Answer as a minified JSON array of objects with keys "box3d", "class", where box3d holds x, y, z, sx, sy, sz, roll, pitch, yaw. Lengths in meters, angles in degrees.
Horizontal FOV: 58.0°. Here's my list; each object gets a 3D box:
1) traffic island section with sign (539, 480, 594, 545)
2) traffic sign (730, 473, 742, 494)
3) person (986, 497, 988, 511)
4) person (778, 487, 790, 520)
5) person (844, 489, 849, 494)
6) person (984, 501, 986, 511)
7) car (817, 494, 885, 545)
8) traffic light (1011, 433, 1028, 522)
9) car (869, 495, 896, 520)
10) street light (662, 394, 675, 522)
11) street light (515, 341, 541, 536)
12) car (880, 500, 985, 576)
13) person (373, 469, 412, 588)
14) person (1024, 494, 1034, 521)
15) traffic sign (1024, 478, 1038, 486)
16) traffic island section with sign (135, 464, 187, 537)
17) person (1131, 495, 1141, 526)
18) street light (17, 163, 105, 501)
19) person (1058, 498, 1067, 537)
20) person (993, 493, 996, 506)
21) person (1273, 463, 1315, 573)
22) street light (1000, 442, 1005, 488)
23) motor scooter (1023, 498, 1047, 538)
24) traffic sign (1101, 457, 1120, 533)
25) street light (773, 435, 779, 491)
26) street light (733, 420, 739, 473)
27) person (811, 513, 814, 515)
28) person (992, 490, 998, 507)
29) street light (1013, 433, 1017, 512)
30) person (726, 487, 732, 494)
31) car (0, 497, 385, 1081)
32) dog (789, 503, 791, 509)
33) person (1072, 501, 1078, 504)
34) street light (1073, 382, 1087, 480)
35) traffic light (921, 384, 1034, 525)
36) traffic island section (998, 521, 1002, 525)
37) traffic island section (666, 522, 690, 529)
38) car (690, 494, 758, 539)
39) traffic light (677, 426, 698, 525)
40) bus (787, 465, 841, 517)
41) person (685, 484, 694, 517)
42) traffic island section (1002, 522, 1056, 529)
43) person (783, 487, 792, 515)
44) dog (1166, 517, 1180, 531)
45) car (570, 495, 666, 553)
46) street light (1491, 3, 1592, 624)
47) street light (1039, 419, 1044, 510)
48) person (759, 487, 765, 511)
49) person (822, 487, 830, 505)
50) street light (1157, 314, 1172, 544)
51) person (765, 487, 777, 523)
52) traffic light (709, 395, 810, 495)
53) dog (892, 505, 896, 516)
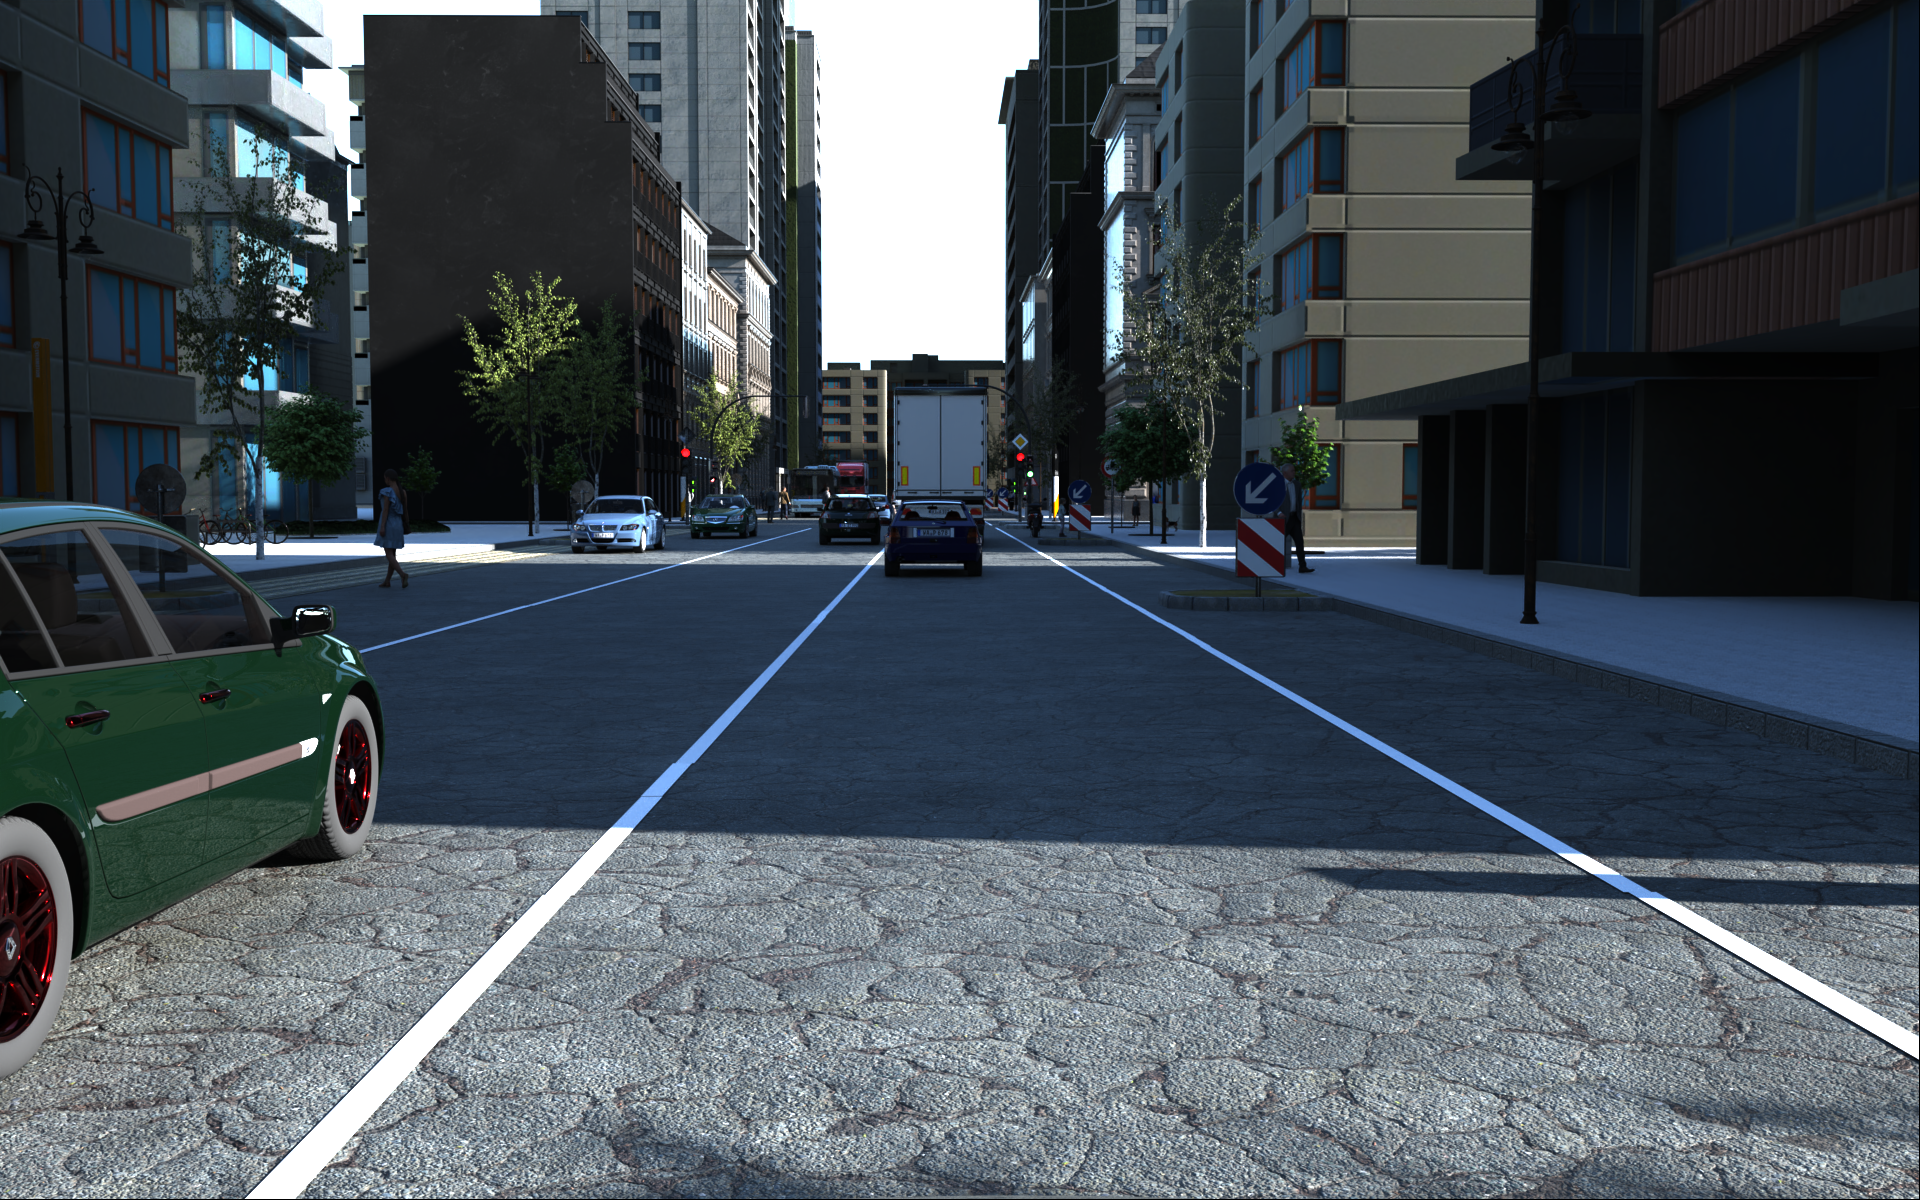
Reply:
[{"box3d":[-10.687,-2.461,48.872,1.989,1.847,2.006,0,4,-1],"class":"traffic island section with sign"},{"box3d":[-13.687,-6.472,105.927,0.768,2.556,0.104,1,4,9],"class":"traffic sign"},{"box3d":[2.338,-8.232,143.261,0.590,1.801,0.661,-2,4,-33],"class":"person"},{"box3d":[-9.849,-5.425,97.111,0.656,1.842,0.836,-2,4,-25],"class":"person"},{"box3d":[-7.949,-6.755,119.163,0.699,1.804,1.509,-1,4,-22],"class":"person"},{"box3d":[2.199,-8.348,145.228,0.529,1.795,0.600,-2,4,-26],"class":"person"},{"box3d":[-3.170,-2.472,50.201,2.009,1.686,4.222,0,4,-2],"class":"car"},{"box3d":[2.758,-5.566,79.928,0.839,4.253,0.868,0,4,-1],"class":"traffic light"},{"box3d":[-4.154,-4.452,84.785,2.014,1.417,4.499,0,4,-1],"class":"car"},{"box3d":[-13.446,-6.563,80.087,0.468,5.910,1.993,0,4,-1],"class":"street light"},{"box3d":[-13.055,-4.876,52.503,0.468,5.910,1.993,0,4,-1],"class":"street light"},{"box3d":[-0.499,-1.159,31.524,1.945,1.354,3.894,0,4,-1],"class":"car"},{"box3d":[-8.596,-1.088,26.377,0.778,1.811,0.616,3,4,38],"class":"person"},{"box3d":[3.339,-4.606,84.360,0.519,1.759,0.362,2,4,25],"class":"person"},{"box3d":[4.421,-6.596,107.844,0.884,2.594,0.081,0,4,4],"class":"traffic sign"},{"box3d":[-10.330,-0.813,21.920,1.989,1.847,2.006,0,4,-1],"class":"traffic island section with sign"},{"box3d":[7.041,-3.581,69.269,0.362,1.253,0.373,2,4,26],"class":"person"},{"box3d":[-12.718,-3.172,24.645,0.468,5.910,1.993,0,4,-1],"class":"street light"},{"box3d":[3.436,-2.762,57.943,0.394,1.301,0.425,-2,4,-32],"class":"person"},{"box3d":[4.078,-11.406,192.673,0.705,1.807,1.348,3,4,37],"class":"person"},{"box3d":[5.340,-1.315,27.943,0.661,1.777,0.834,-2,4,-34],"class":"person"},{"box3d":[3.794,-11.102,154.311,0.468,5.910,1.993,0,4,-1],"class":"street light"},{"box3d":[2.500,-2.748,57.705,0.815,1.314,1.986,0,4,1],"class":"motor scooter"},{"box3d":[4.976,-3.451,56.532,0.768,2.556,0.104,0,4,6],"class":"traffic sign"},{"box3d":[-14.290,-9.869,134.145,0.468,5.910,1.993,0,4,-1],"class":"street light"},{"box3d":[-13.847,-8.216,107.116,0.468,5.910,1.993,0,4,-1],"class":"street light"},{"box3d":[-10.310,-6.831,120.193,0.555,1.821,0.388,1,4,12],"class":"person"},{"box3d":[3.533,-9.983,169.999,0.721,1.736,1.217,-3,4,-37],"class":"person"},{"box3d":[4.120,-9.431,126.983,0.468,5.910,1.993,0,4,-1],"class":"street light"},{"box3d":[-11.853,-4.899,88.944,0.721,1.781,0.623,1,4,17],"class":"person"},{"box3d":[-3.194,0.258,5.569,2.009,1.686,4.222,0,4,-2],"class":"car"},{"box3d":[-14.380,-8.080,146.482,0.800,0.831,0.513,2,4,23],"class":"dog"},{"box3d":[6.405,-5.544,96.957,0.520,1.790,0.573,2,4,28],"class":"person"},{"box3d":[4.965,-6.044,71.608,0.468,5.910,1.993,0,4,-1],"class":"street light"},{"box3d":[0.777,-5.939,71.773,4.771,5.953,1.251,0,4,-1],"class":"traffic light"},{"box3d":[2.798,-3.533,80.042,2.009,0.180,2.903,0,4,-1],"class":"traffic island section"},{"box3d":[-11.332,-3.033,71.868,2.009,0.180,2.903,0,4,-1],"class":"traffic island section"},{"box3d":[-7.779,-2.784,57.311,2.131,1.459,4.920,0,4,-1],"class":"car"},{"box3d":[-11.292,-5.065,71.734,0.839,4.253,0.868,0,4,-1],"class":"traffic light"},{"box3d":[-9.008,-6.978,108.951,2.948,3.499,13.247,0,4,-2],"class":"bus"},{"box3d":[-15.564,-5.697,99.032,0.661,1.843,0.795,0,4,-8],"class":"person"},{"box3d":[2.908,-3.044,72.058,2.009,0.180,2.903,0,4,-1],"class":"traffic island section"},{"box3d":[-11.946,-6.810,119.207,0.474,1.900,0.648,-3,5,-41],"class":"person"},{"box3d":[7.271,-2.614,59.565,0.406,0.507,0.540,2,4,32],"class":"dog"},{"box3d":[-8.534,-1.930,43.554,2.014,1.417,4.499,0,3,0],"class":"car"},{"box3d":[5.647,-2.704,16.997,0.468,5.910,1.993,0,4,-1],"class":"street light"},{"box3d":[4.598,-7.723,99.054,0.468,5.910,1.993,0,4,-1],"class":"street light"},{"box3d":[-14.477,-7.421,127.555,0.661,1.801,0.590,1,4,9],"class":"person"},{"box3d":[-7.460,-5.407,97.008,0.850,1.850,0.679,-2,4,-24],"class":"person"},{"box3d":[5.269,-4.391,44.577,0.468,5.910,1.993,0,4,-1],"class":"street light"},{"box3d":[-9.268,-4.684,85.255,0.661,1.801,0.590,1,4,19],"class":"person"},{"box3d":[-9.311,-6.429,79.782,4.771,5.953,1.251,0,4,-1],"class":"traffic light"},{"box3d":[-3.752,-4.944,97.666,0.513,0.831,0.800,1,4,15],"class":"dog"}]
